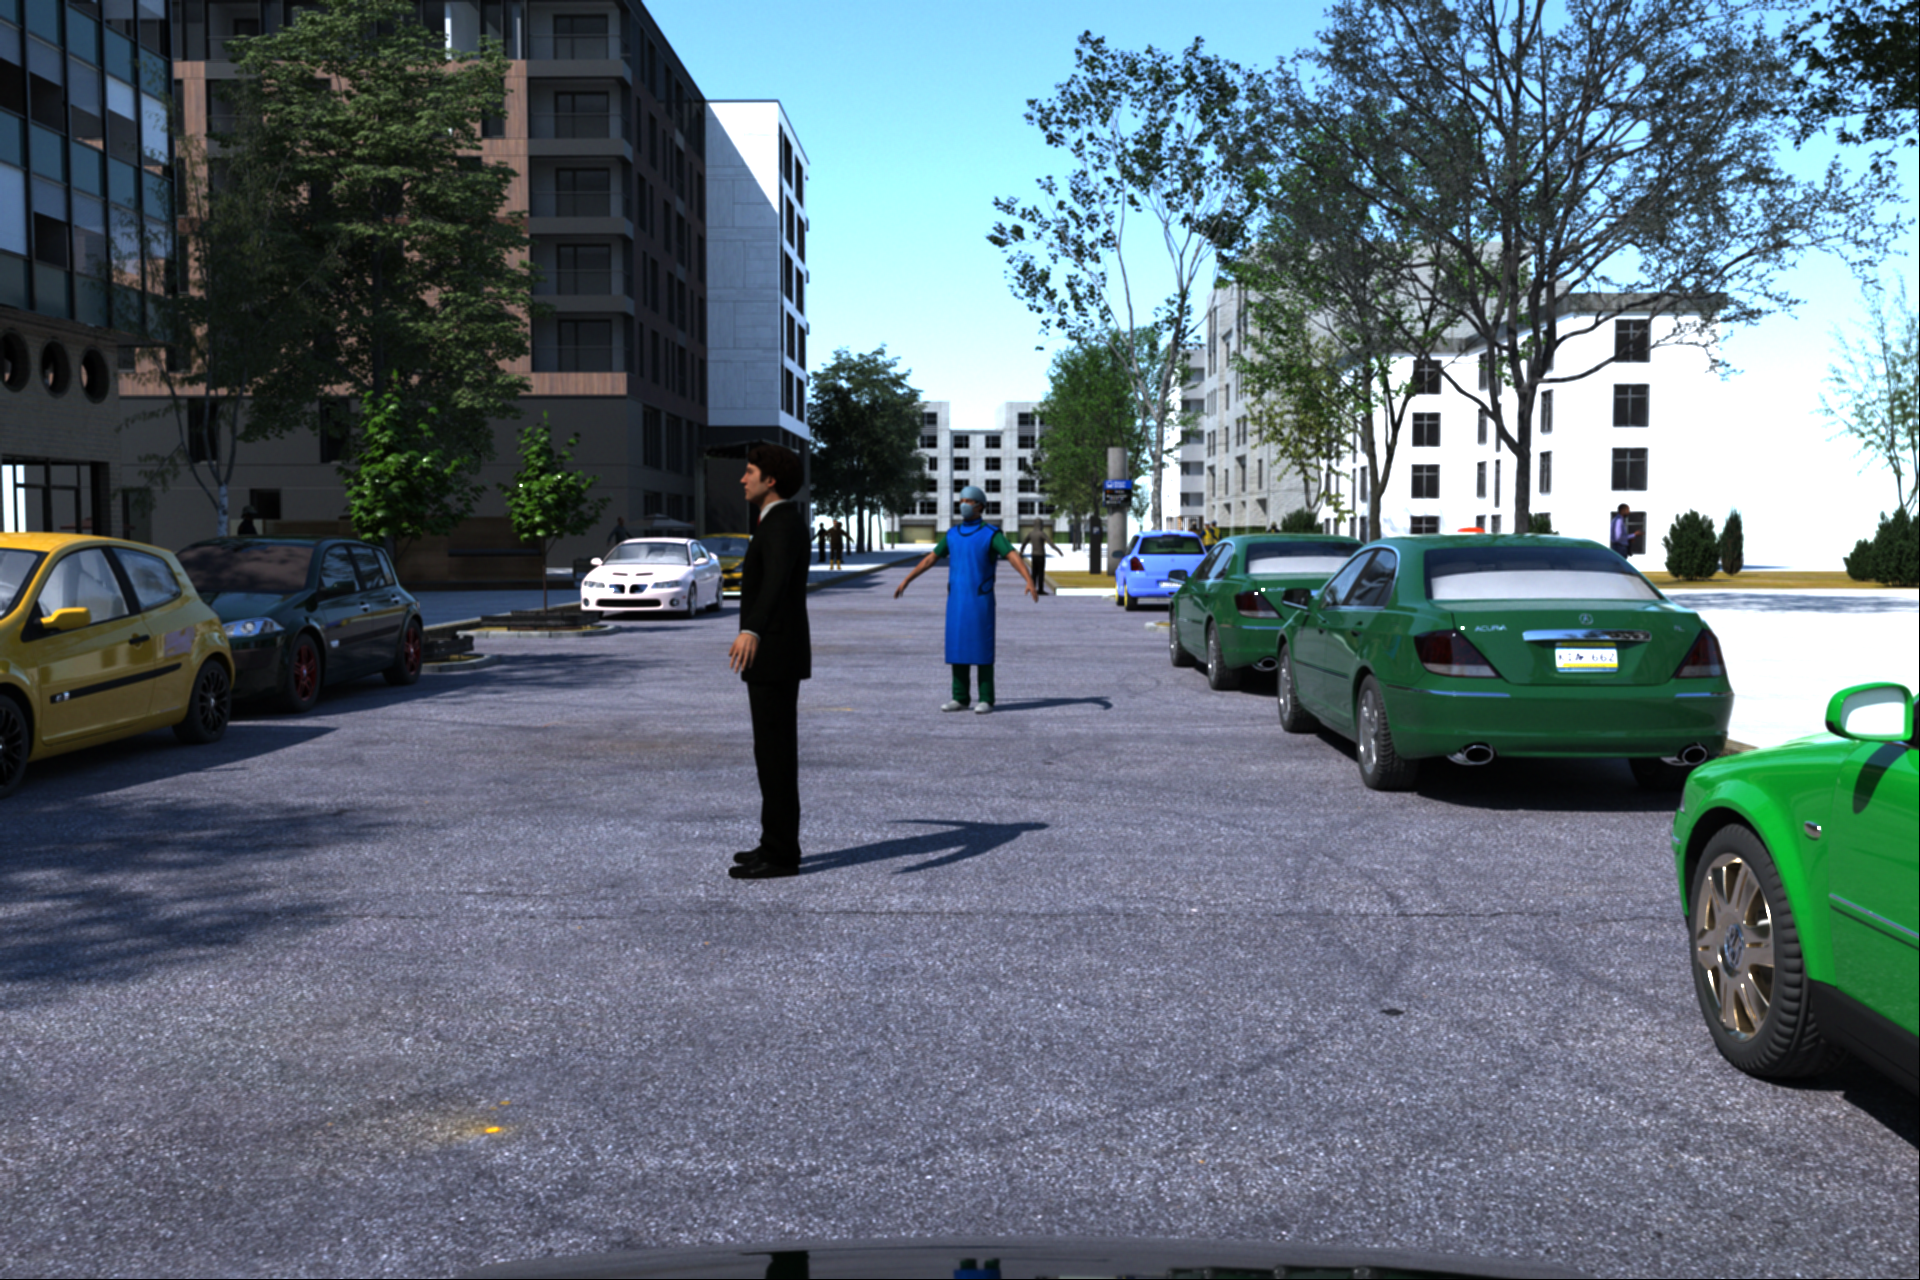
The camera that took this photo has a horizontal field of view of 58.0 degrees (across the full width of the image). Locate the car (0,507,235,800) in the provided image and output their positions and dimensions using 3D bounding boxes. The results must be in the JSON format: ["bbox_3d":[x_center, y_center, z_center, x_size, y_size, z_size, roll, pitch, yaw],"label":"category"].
[{"bbox_3d":[-5.972,-0.016,10.488,2.015,1.641,3.980,0,4,1],"label":"car"}]

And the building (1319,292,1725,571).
[{"bbox_3d":[22.381,-8.086,74.352,9.099,9.664,28.070,0,4,2],"label":"building"}]

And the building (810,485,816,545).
[{"bbox_3d":[-21.397,-16.024,204.132,9.099,9.664,28.070,0,4,1],"label":"building"}]

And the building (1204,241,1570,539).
[{"bbox_3d":[26.230,-15.104,113.409,16.747,18.905,31.486,0,4,1],"label":"building"}]

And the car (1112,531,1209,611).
[{"bbox_3d":[3.933,-1.462,33.496,1.945,1.707,3.694,0,4,1],"label":"car"}]

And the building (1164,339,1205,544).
[{"bbox_3d":[25.097,-19.089,168.530,16.016,20.090,11.380,0,4,1],"label":"building"}]

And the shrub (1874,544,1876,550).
[{"bbox_3d":[29.323,-2.690,55.099,1.383,1.207,1.383,0,3,0],"label":"shrub"}]

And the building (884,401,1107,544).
[{"bbox_3d":[5.461,-22.509,236.929,31.486,18.905,16.747,0,4,-4],"label":"building"}]

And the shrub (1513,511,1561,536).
[{"bbox_3d":[18.320,-3.104,55.162,1.690,2.028,1.600,0,3,0],"label":"shrub"}]

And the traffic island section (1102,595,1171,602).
[{"bbox_3d":[4.101,-0.903,37.638,1.991,0.108,1.994,0,4,1],"label":"traffic island section"}]

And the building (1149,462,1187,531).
[{"bbox_3d":[27.892,-15.914,202.344,9.099,9.664,28.070,0,4,1],"label":"building"}]

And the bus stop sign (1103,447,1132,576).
[{"bbox_3d":[4.806,-3.904,52.851,0.837,3.901,0.837,0,4,2],"label":"bus stop sign"}]

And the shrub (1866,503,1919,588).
[{"bbox_3d":[22.720,-2.284,41.755,1.690,2.028,1.600,0,3,0],"label":"shrub"}]

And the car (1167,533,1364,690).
[{"bbox_3d":[3.210,-0.336,17.296,2.131,1.459,4.920,0,4,0],"label":"car"}]

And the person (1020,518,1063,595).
[{"bbox_3d":[1.862,-1.967,40.741,0.705,1.813,1.348,-3,5,-44],"label":"person"}]

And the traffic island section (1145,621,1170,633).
[{"bbox_3d":[3.788,-0.186,25.912,1.991,0.108,1.994,0,4,1],"label":"traffic island section"}]

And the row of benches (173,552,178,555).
[{"bbox_3d":[-26.649,-2.724,59.994,1.422,0.672,4.104,-3,4,-37],"label":"row of benches"}]

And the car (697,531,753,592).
[{"bbox_3d":[-5.342,-1.786,39.424,2.015,1.641,3.980,0,4,1],"label":"car"}]

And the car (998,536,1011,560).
[{"bbox_3d":[1.919,-5.446,98.628,1.945,1.707,3.694,0,4,1],"label":"car"}]

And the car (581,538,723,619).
[{"bbox_3d":[-5.390,-1.127,30.786,2.083,1.381,4.827,0,4,2],"label":"car"}]

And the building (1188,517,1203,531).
[{"bbox_3d":[29.512,-20.092,184.930,16.016,20.090,11.380,0,4,1],"label":"building"}]

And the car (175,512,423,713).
[{"bbox_3d":[-6.066,-0.325,15.102,2.009,1.686,4.222,0,4,1],"label":"car"}]

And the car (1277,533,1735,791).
[{"bbox_3d":[3.222,0.043,11.099,2.131,1.459,4.920,0,4,1],"label":"car"}]

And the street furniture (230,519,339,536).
[{"bbox_3d":[-18.599,-2.938,54.895,11.010,1.723,9.812,3,5,39],"label":"street furniture"}]

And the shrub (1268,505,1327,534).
[{"bbox_3d":[9.353,-2.668,47.663,1.661,2.075,1.752,0,3,0],"label":"shrub"}]

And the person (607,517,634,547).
[{"bbox_3d":[-10.228,-2.819,52.368,0.705,1.796,1.348,2,4,33],"label":"person"}]

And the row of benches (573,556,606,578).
[{"bbox_3d":[-9.209,-2.032,48.679,4.104,0.672,1.422,2,4,34],"label":"row of benches"}]

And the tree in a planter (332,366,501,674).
[{"bbox_3d":[-6.082,-1.308,18.609,1.991,3.239,1.994,0,4,2],"label":"tree in a planter"}]

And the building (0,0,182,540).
[{"bbox_3d":[-30.769,-13.246,23.152,21.656,26.213,47.522,0,4,1],"label":"building"}]

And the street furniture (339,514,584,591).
[{"bbox_3d":[-13.745,-2.179,42.489,11.010,1.723,9.812,-2,4,-25],"label":"street furniture"}]

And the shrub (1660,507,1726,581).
[{"bbox_3d":[20.016,-2.623,47.301,1.690,2.028,1.600,0,3,0],"label":"shrub"}]

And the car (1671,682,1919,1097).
[{"bbox_3d":[2.886,0.343,3.190,1.959,1.807,4.718,0,4,2],"label":"car"}]

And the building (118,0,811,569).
[{"bbox_3d":[-22.508,-14.432,79.931,27.936,21.610,32.646,0,4,1],"label":"building"}]

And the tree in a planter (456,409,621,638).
[{"bbox_3d":[-5.955,-1.685,24.772,1.991,3.239,1.994,0,4,1],"label":"tree in a planter"}]

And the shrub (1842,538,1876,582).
[{"bbox_3d":[24.444,-2.186,46.856,1.383,1.207,1.383,0,3,0],"label":"shrub"}]
